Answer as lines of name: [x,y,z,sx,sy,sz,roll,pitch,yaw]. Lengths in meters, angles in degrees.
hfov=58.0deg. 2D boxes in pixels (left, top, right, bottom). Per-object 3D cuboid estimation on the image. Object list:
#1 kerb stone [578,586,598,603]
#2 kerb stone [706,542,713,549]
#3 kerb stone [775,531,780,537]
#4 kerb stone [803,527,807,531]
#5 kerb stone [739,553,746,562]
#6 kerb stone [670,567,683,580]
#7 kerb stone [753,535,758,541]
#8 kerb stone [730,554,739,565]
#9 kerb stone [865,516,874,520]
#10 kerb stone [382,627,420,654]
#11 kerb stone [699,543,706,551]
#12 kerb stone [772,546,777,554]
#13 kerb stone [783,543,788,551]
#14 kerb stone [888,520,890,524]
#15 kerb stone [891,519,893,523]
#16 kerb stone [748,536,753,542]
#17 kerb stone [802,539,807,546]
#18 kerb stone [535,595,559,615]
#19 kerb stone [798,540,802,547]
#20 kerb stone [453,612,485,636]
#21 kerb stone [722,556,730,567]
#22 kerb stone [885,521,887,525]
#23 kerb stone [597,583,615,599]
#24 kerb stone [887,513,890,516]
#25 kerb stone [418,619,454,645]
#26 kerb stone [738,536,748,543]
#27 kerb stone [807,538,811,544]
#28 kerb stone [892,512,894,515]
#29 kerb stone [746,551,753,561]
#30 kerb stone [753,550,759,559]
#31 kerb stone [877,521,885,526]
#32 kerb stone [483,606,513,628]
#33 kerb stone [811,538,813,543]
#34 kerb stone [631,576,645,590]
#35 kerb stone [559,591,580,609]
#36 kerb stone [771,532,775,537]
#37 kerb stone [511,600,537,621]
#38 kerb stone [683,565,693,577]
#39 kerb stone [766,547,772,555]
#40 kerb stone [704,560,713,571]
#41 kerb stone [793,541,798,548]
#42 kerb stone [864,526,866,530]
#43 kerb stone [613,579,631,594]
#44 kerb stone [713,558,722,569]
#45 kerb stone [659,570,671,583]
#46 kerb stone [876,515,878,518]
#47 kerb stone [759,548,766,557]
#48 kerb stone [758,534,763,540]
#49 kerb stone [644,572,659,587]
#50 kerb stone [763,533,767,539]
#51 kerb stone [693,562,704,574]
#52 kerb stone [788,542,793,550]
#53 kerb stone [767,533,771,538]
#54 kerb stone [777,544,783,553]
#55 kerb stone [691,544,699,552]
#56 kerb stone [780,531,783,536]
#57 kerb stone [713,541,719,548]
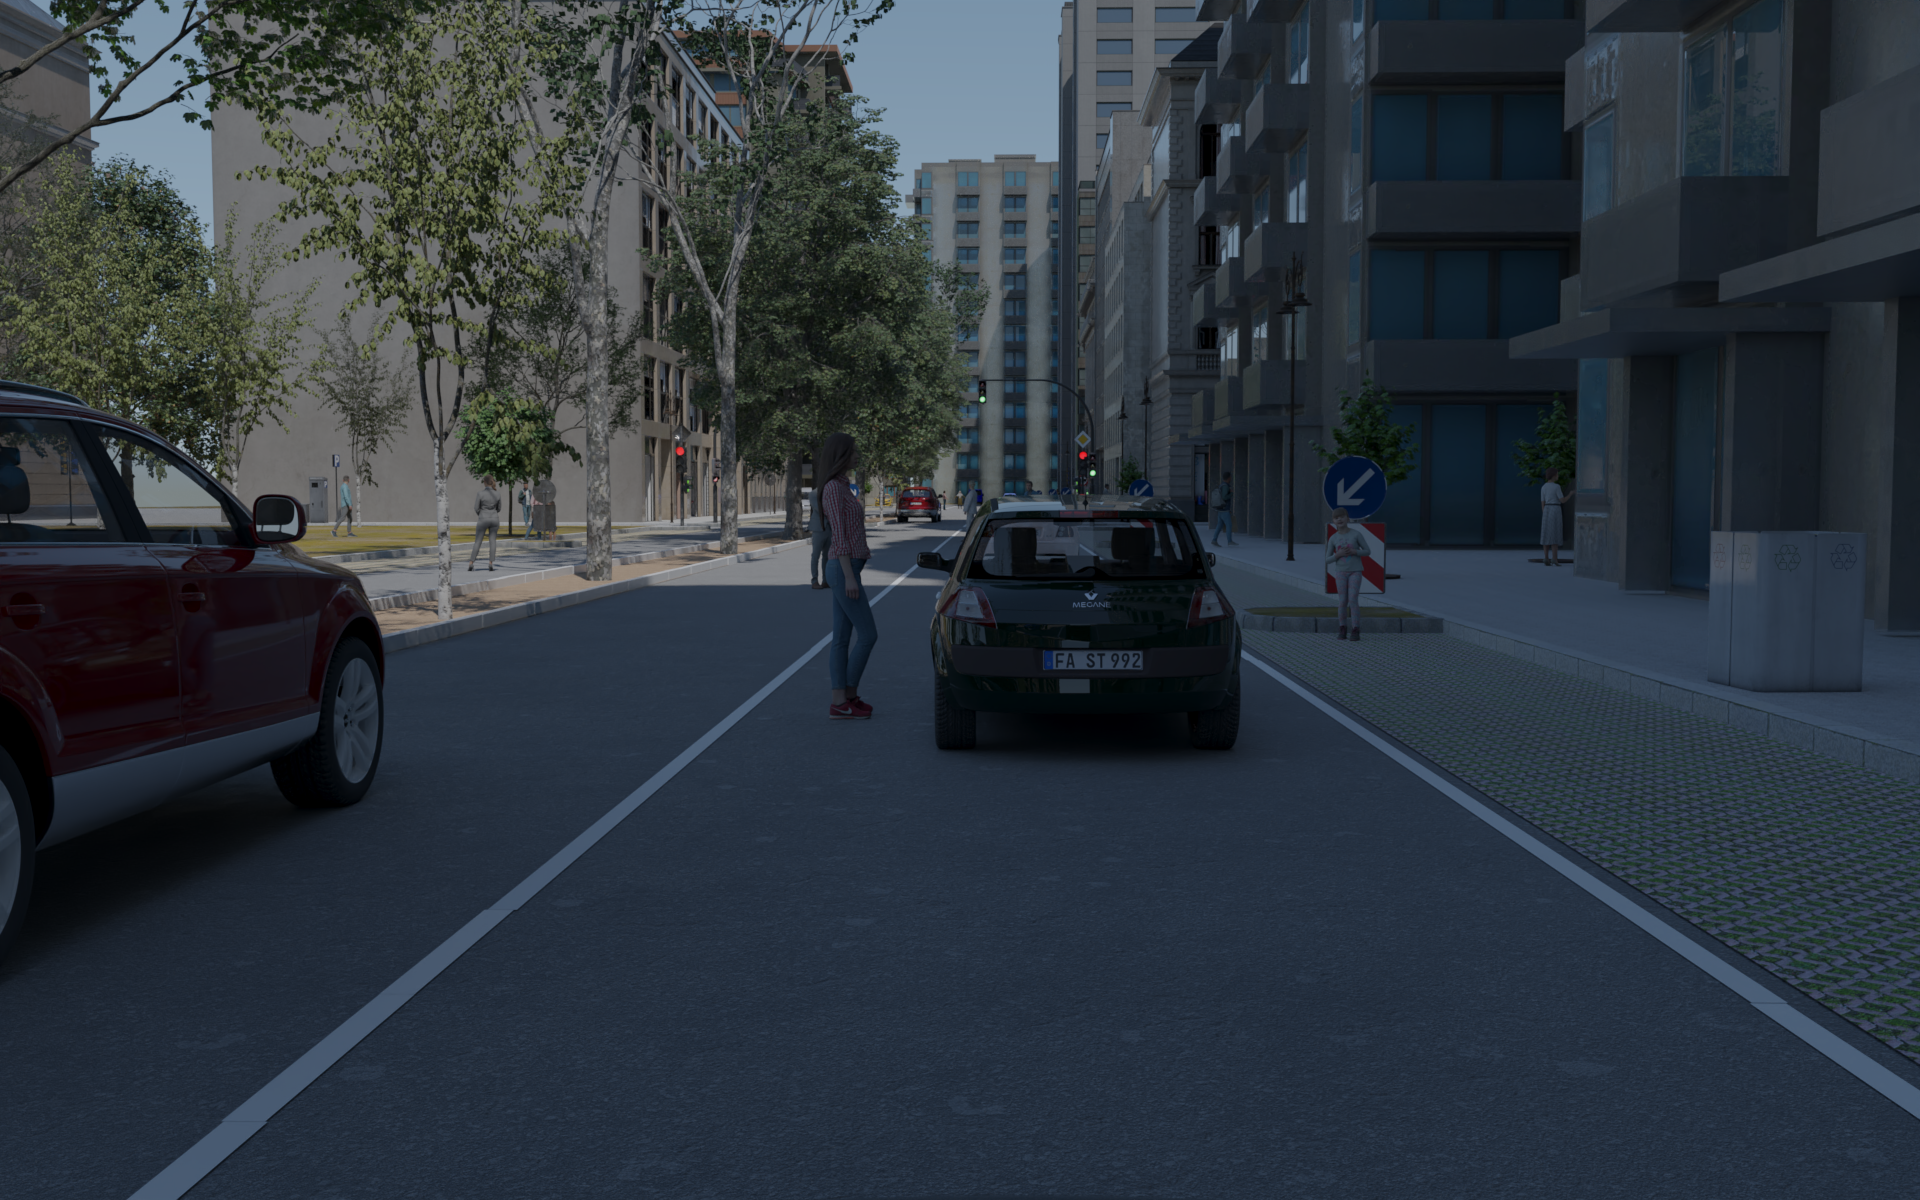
kerb stone: [-5.024,-0.049,23.037,0.120,0.150,1.000,0,4,1]
kerb stone: [-6.584,-1.371,44.613,0.120,0.150,1.000,0,4,1]
kerb stone: [-6.243,-2.186,57.935,0.120,0.150,1.000,0,4,1]
kerb stone: [-5.989,-2.814,68.203,0.120,0.150,1.000,0,4,1]
kerb stone: [-4.682,-0.868,36.387,0.120,0.150,1.000,0,4,1]
kerb stone: [-4.871,-0.428,29.200,0.120,0.150,1.000,0,4,1]
kerb stone: [-6.369,-1.873,52.813,0.120,0.150,1.000,0,4,1]
kerb stone: [-4.705,-0.803,35.357,0.120,0.150,1.000,0,4,1]
kerb stone: [-5.190,-4.724,99.458,0.120,0.150,1.000,0,4,1]
kerb stone: [-5.199,0.387,15.864,0.120,0.150,1.000,0,4,1]
kerb stone: [-6.602,-1.308,43.584,0.120,0.150,1.000,0,4,1]
kerb stone: [-4.562,-1.181,41.501,0.120,0.150,1.000,0,4,1]
kerb stone: [-4.503,-1.306,43.544,0.120,0.150,1.000,0,4,1]
kerb stone: [-3.542,-3.656,81.975,0.120,0.150,1.000,0,4,1]
kerb stone: [-3.485,-3.782,84.029,0.120,0.150,1.000,0,4,1]
kerb stone: [-6.400,-1.810,51.791,0.120,0.150,1.000,0,4,1]
kerb stone: [-4.405,-1.556,47.631,0.120,0.150,1.000,0,4,1]
kerb stone: [-5.074,0.074,20.992,0.120,0.150,1.000,0,4,1]
kerb stone: [-4.431,-1.493,46.609,0.120,0.150,1.000,0,4,1]
kerb stone: [-5.153,0.262,17.915,0.120,0.150,1.000,0,4,1]
kerb stone: [-4.743,-0.742,34.321,0.120,0.150,1.000,0,4,1]
kerb stone: [-3.585,-3.531,79.931,0.120,0.150,1.000,0,4,1]
kerb stone: [-5.004,-0.114,24.064,0.120,0.150,1.000,0,4,1]
kerb stone: [-4.837,-5.603,113.825,0.120,0.150,1.000,0,4,1]
kerb stone: [-5.173,0.326,16.887,0.120,0.150,1.000,0,4,1]
kerb stone: [-6.428,-1.748,50.769,0.120,0.150,1.000,0,4,1]
kerb stone: [-4.378,-1.611,48.655,0.120,0.150,1.000,0,4,1]
kerb stone: [-4.749,-5.786,116.907,0.120,0.150,1.000,0,4,1]
kerb stone: [-4.657,-0.931,37.412,0.120,0.150,1.000,0,4,1]
kerb stone: [-4.637,-0.993,38.433,0.120,0.150,1.000,0,4,1]
kerb stone: [-3.611,-3.469,78.905,0.120,0.150,1.000,0,4,1]
kerb stone: [-5.123,0.199,18.940,0.120,0.150,1.000,0,4,1]
kerb stone: [-4.354,-1.681,49.676,0.120,0.150,1.000,0,4,1]
kerb stone: [-4.946,-0.237,26.120,0.120,0.150,1.000,0,4,1]
kerb stone: [-5.051,0.011,22.015,0.120,0.150,1.000,0,4,1]
kerb stone: [-6.276,-2.123,56.913,0.120,0.150,1.000,0,4,1]
kerb stone: [-5.103,0.136,19.965,0.120,0.150,1.000,0,4,1]
kerb stone: [-4.848,-0.486,30.223,0.120,0.150,1.000,0,4,1]
kerb stone: [-4.582,-1.116,40.479,0.120,0.150,1.000,0,4,1]
kerb stone: [-4.792,-0.616,32.268,0.120,0.150,1.000,0,4,1]
kerb stone: [-4.454,-1.426,45.588,0.120,0.150,1.000,0,4,1]
kerb stone: [-3.863,-2.871,69.142,0.120,0.150,1.000,0,4,1]
kerb stone: [-4.978,-0.177,25.098,0.120,0.150,1.000,0,4,1]
kerb stone: [-4.764,-0.679,33.299,0.120,0.150,1.000,0,4,1]
kerb stone: [-4.898,-0.364,28.172,0.120,0.150,1.000,0,4,1]
kerb stone: [-5.119,-4.911,102.533,0.120,0.150,1.000,0,4,1]
kerb stone: [-4.608,-1.049,39.455,0.120,0.150,1.000,0,4,1]
kerb stone: [-6.341,-1.935,53.839,0.120,0.150,1.000,0,4,1]
kerb stone: [-4.919,-0.303,27.145,0.120,0.150,1.000,0,4,1]
kerb stone: [-6.317,-1.998,54.869,0.120,0.150,1.000,0,4,1]
kerb stone: [-4.815,-0.553,31.244,0.120,0.150,1.000,0,4,1]
kerb stone: [-4.485,-1.368,44.566,0.120,0.150,1.000,0,4,1]
kerb stone: [-6.296,-2.059,55.892,0.120,0.150,1.000,0,4,1]
kerb stone: [-4.527,-1.243,42.523,0.120,0.150,1.000,0,4,1]
kerb stone: [-6.632,-1.245,42.551,0.120,0.150,1.000,0,4,1]
kerb stone: [-6.219,-2.244,58.957,0.120,0.150,1.000,0,4,1]
kerb stone: [-6.557,-1.432,45.637,0.120,0.150,1.000,0,4,1]
